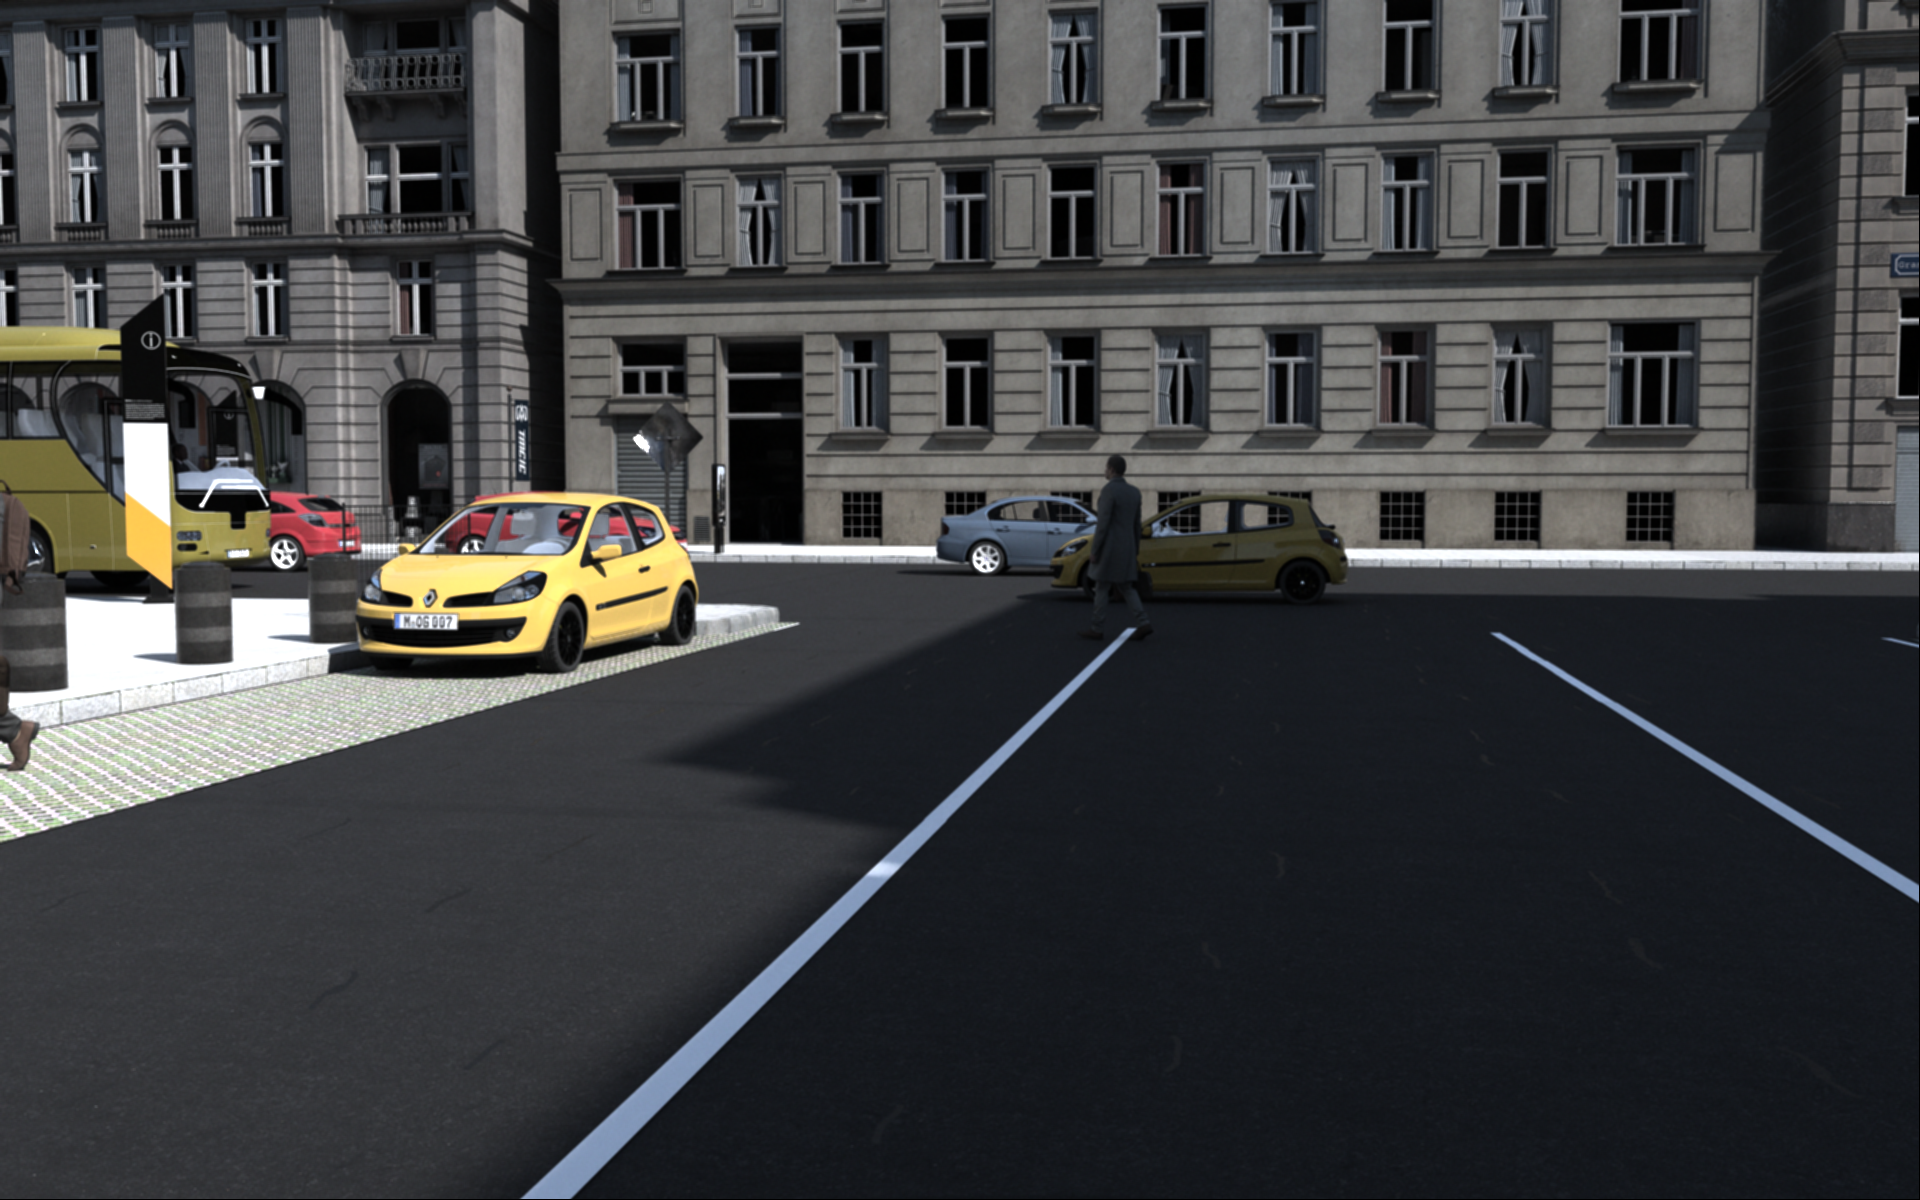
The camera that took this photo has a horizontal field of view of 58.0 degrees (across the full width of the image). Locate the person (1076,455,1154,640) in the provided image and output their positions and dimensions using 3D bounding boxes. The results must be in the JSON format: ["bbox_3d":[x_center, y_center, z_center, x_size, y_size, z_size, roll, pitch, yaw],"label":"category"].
[{"bbox_3d":[1.522,-0.514,17.006,0.767,1.812,0.694,3,5,42],"label":"person"}]

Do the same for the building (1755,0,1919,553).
[{"bbox_3d":[31.929,-14.881,40.561,25.104,27.353,12.463,1,4,10],"label":"building"}]

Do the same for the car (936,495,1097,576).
[{"bbox_3d":[1.829,-1.150,30.803,4.499,1.417,2.014,1,4,9],"label":"car"}]

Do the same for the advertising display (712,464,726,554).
[{"bbox_3d":[-5.208,-1.969,37.409,0.123,1.923,0.974,0,4,2],"label":"advertising display"}]

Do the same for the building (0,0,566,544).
[{"bbox_3d":[-21.792,-12.776,50.692,24.055,21.916,13.314,1,4,10],"label":"building"}]

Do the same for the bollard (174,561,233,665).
[{"bbox_3d":[-5.761,0.093,13.190,0.404,0.777,0.398,0,3,0],"label":"bollard"}]

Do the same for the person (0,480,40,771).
[{"bbox_3d":[-4.858,-0.002,8.501,0.622,1.834,0.822,2,4,31],"label":"person"}]

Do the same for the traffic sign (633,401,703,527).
[{"bbox_3d":[-3.149,-0.919,18.665,0.795,2.450,0.064,1,4,10],"label":"traffic sign"}]

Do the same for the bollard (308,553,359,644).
[{"bbox_3d":[-5.432,-0.018,15.011,0.404,0.777,0.398,0,3,0],"label":"bollard"}]

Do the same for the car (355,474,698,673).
[{"bbox_3d":[-3.679,-0.299,15.119,2.015,1.641,3.980,1,4,12],"label":"car"}]

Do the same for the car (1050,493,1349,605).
[{"bbox_3d":[3.210,-0.805,23.378,3.980,1.641,2.015,1,4,11],"label":"car"}]

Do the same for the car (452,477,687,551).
[{"bbox_3d":[-7.258,-1.410,32.101,4.494,1.783,2.155,1,4,10],"label":"car"}]

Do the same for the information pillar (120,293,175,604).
[{"bbox_3d":[-9.489,-1.766,20.234,0.504,3.616,0.183,-1,4,-18],"label":"information pillar"}]

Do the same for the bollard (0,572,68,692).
[{"bbox_3d":[-6.087,0.205,11.367,0.404,0.777,0.398,0,3,0],"label":"bollard"}]

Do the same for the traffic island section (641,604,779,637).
[{"bbox_3d":[-3.174,0.217,18.731,2.009,0.180,2.903,1,4,10],"label":"traffic island section"}]

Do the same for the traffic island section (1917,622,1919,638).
[{"bbox_3d":[10.400,0.366,16.295,2.009,0.180,2.903,1,4,10],"label":"traffic island section"}]

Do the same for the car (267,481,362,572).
[{"bbox_3d":[-13.649,-1.452,32.783,4.494,1.783,2.155,1,4,10],"label":"car"}]

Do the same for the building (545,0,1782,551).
[{"bbox_3d":[5.225,-13.134,48.032,30.059,22.955,16.112,1,4,10],"label":"building"}]

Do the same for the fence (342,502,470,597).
[{"bbox_3d":[-5.880,-0.448,18.532,0.480,1.192,2.264,1,4,20],"label":"fence"}]

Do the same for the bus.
[{"bbox_3d":[-16.415,-2.132,26.398,12.252,3.916,2.896,1,4,9],"label":"bus"}]

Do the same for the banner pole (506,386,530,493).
[{"bbox_3d":[-10.310,-3.080,40.375,0.401,3.779,0.863,2,4,30],"label":"banner pole"}]
